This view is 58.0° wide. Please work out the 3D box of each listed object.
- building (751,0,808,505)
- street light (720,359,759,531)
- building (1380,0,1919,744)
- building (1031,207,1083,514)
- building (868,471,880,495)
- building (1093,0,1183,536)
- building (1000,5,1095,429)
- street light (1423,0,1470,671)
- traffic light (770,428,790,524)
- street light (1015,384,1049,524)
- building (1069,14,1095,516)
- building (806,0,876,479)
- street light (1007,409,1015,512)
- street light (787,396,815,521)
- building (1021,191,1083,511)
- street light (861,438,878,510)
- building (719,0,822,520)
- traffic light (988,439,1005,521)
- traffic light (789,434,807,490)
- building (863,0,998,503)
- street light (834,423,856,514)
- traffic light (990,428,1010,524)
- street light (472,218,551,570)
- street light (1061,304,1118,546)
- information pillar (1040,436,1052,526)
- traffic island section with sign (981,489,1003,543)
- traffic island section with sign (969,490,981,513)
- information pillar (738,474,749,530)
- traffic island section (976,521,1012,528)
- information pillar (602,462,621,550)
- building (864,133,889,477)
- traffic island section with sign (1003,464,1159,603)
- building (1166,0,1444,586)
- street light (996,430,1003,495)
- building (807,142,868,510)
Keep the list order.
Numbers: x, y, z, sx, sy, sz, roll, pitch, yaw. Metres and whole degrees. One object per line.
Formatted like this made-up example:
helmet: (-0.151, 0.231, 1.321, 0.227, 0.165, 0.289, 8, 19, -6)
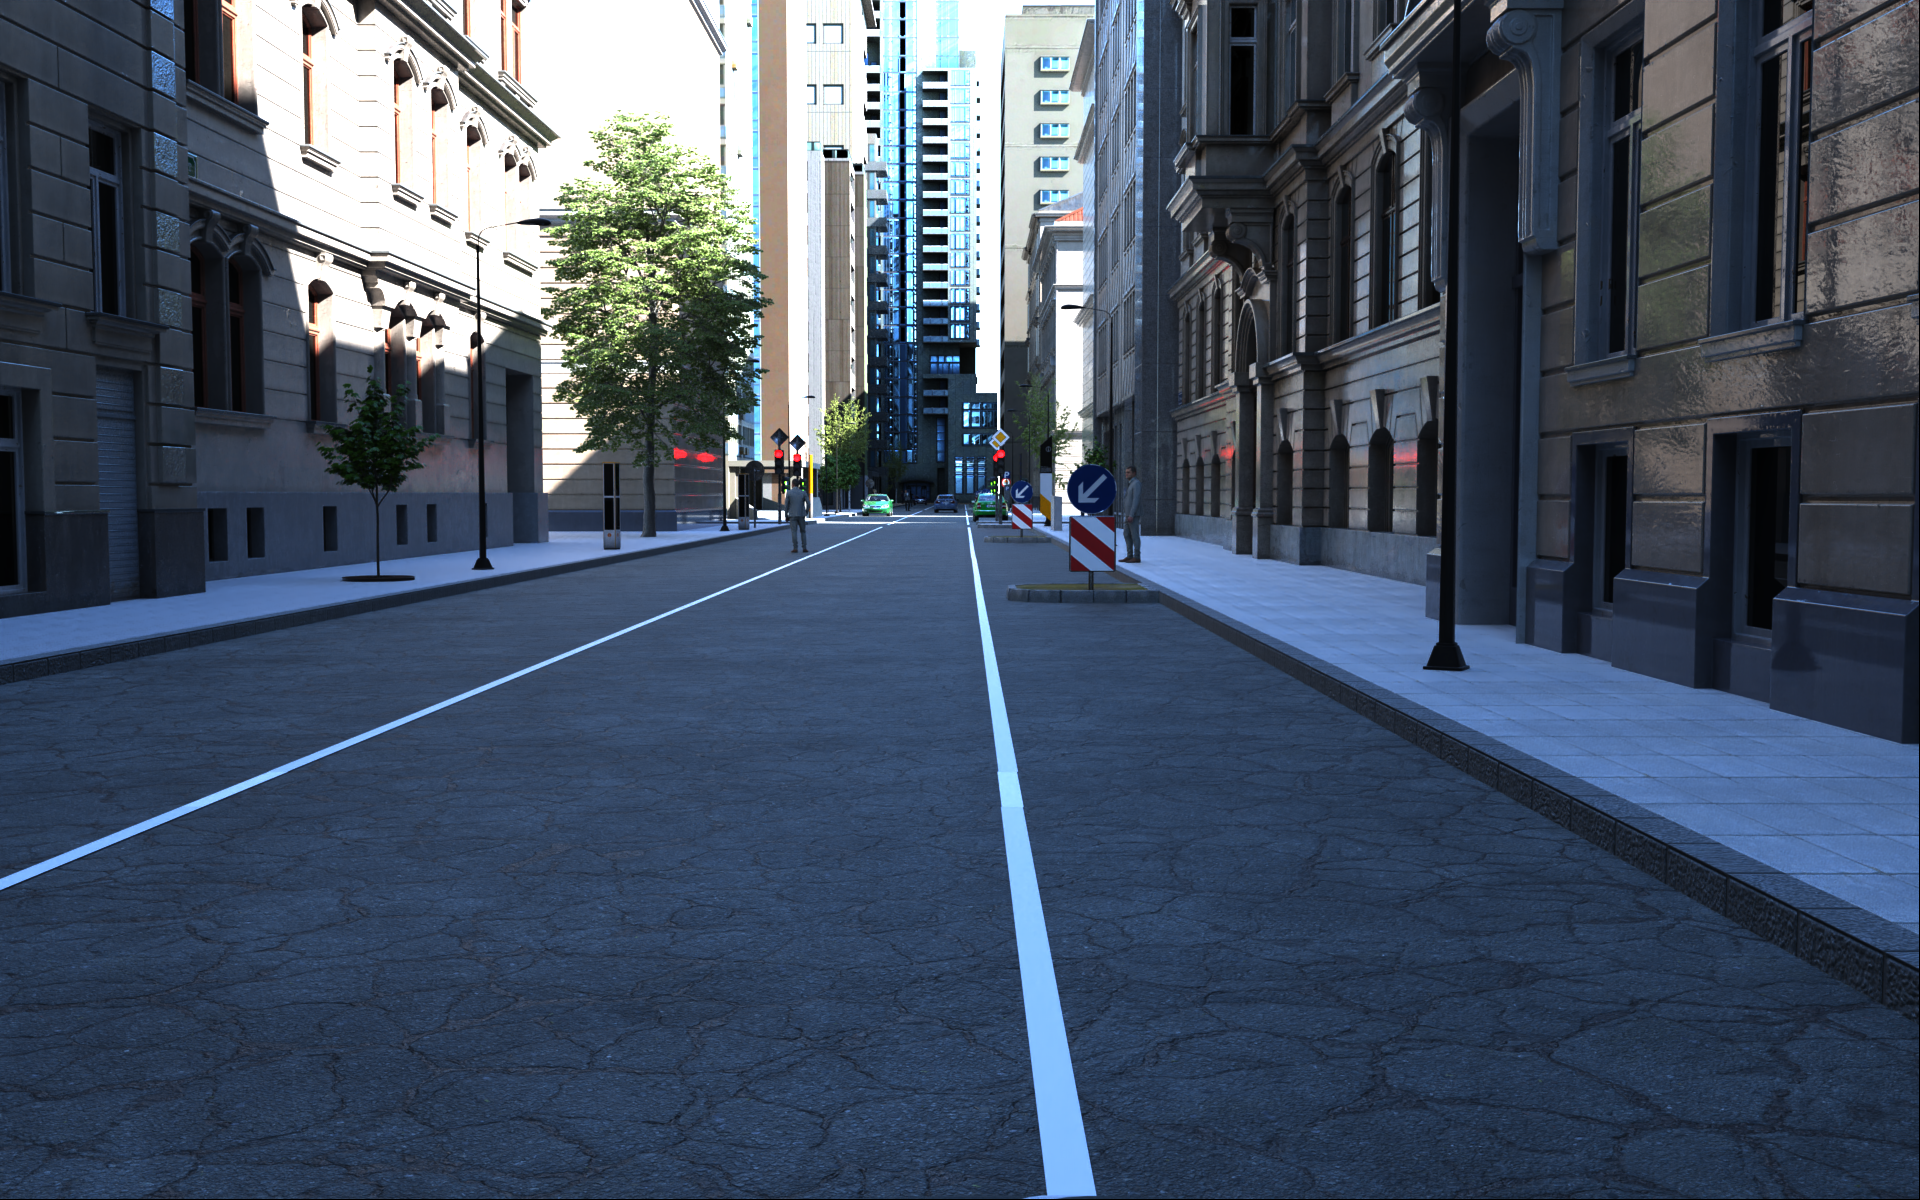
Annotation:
building: (-18.349, -28.882, 122.337, 14.600, 45.320, 14.200, 0, 3, 0)
street light: (-7.598, -5.333, 59.733, 1.470, 5.913, 1.316, 0, 3, 0)
building: (11.051, -13.551, 7.469, 13.634, 28.700, 20.117, 0, 3, 0)
building: (11.127, -17.339, 119.647, 11.583, 22.565, 21.152, 0, 3, 0)
building: (-19.547, -46.173, 193.176, 20.563, 71.187, 20.611, 0, 3, 0)
building: (11.571, -14.941, 62.310, 12.078, 24.808, 19.932, 0, 3, 0)
building: (14.784, -33.394, 169.694, 21.300, 48.544, 21.600, 0, 3, 0)
street light: (3.029, -2.447, 12.544, 1.470, 5.913, 1.316, 0, 3, 0)
traffic light: (-7.654, -5.181, 73.624, 0.839, 4.253, 0.868, 0, 3, 0)
street light: (3.200, -6.173, 73.470, 1.470, 5.913, 1.316, 0, 3, 0)
building: (17.742, -18.415, 88.476, 23.554, 28.519, 14.401, 0, 3, 0)
building: (-23.064, -35.505, 169.738, 28.713, 52.752, 27.495, 0, 3, 0)
street light: (3.273, -7.499, 95.157, 1.470, 5.913, 1.316, 0, 3, 0)
street light: (-7.526, -6.682, 81.798, 1.470, 5.913, 1.316, 0, 3, 0)
building: (11.683, -21.169, 143.382, 12.463, 27.353, 25.104, 0, 3, 0)
street light: (-7.419, -10.415, 142.834, 1.470, 5.913, 1.316, 0, 3, 0)
building: (-24.171, -24.546, 93.216, 32.217, 40.220, 23.993, 0, 3, 0)
traffic light: (1.724, -5.669, 81.606, 0.839, 4.253, 0.868, 0, 3, 0)
traffic light: (-7.637, -5.669, 81.609, 0.839, 4.253, 0.868, 0, 3, 0)
building: (-10.171, -57.359, 250.487, 31.000, 86.520, 22.319, 0, 3, 0)
street light: (-7.461, -8.559, 112.473, 1.470, 5.913, 1.316, 0, 3, 0)
traffic light: (1.708, -5.180, 73.621, 0.839, 4.253, 0.868, 0, 3, 0)
street light: (-7.580, -3.472, 29.302, 1.470, 5.913, 1.316, 0, 3, 0)
street light: (3.170, -4.282, 42.559, 1.470, 5.913, 1.316, 0, 3, 0)
information pillar: (3.447, -4.748, 68.984, 0.504, 3.616, 0.183, 0, 4, 8)
traffic island section with sign: (1.718, -2.638, 51.767, 1.989, 1.847, 2.006, 0, 3, 0)
traffic island section with sign: (1.876, -7.666, 133.960, 1.989, 1.847, 2.006, 0, 3, 0)
information pillar: (-7.779, -3.535, 62.288, 0.304, 2.012, 0.304, 1, 4, 20)
traffic island section: (1.764, -3.635, 81.720, 2.009, 0.180, 2.903, 0, 3, 0)
information pillar: (-8.052, -2.174, 40.033, 0.304, 2.012, 0.304, 1, 4, 12)
building: (-24.463, -36.641, 218.686, 30.456, 49.044, 23.786, 0, 3, 0)
traffic island section with sign: (1.647, -0.926, 23.773, 1.989, 1.847, 2.006, 0, 3, 0)
building: (11.647, -13.203, 34.961, 14.460, 24.649, 34.723, 0, 3, 0)
street light: (3.262, -9.335, 125.173, 1.470, 5.913, 1.316, 0, 3, 0)
building: (-15.140, -22.825, 144.897, 14.160, 30.474, 14.107, 0, 3, 0)
